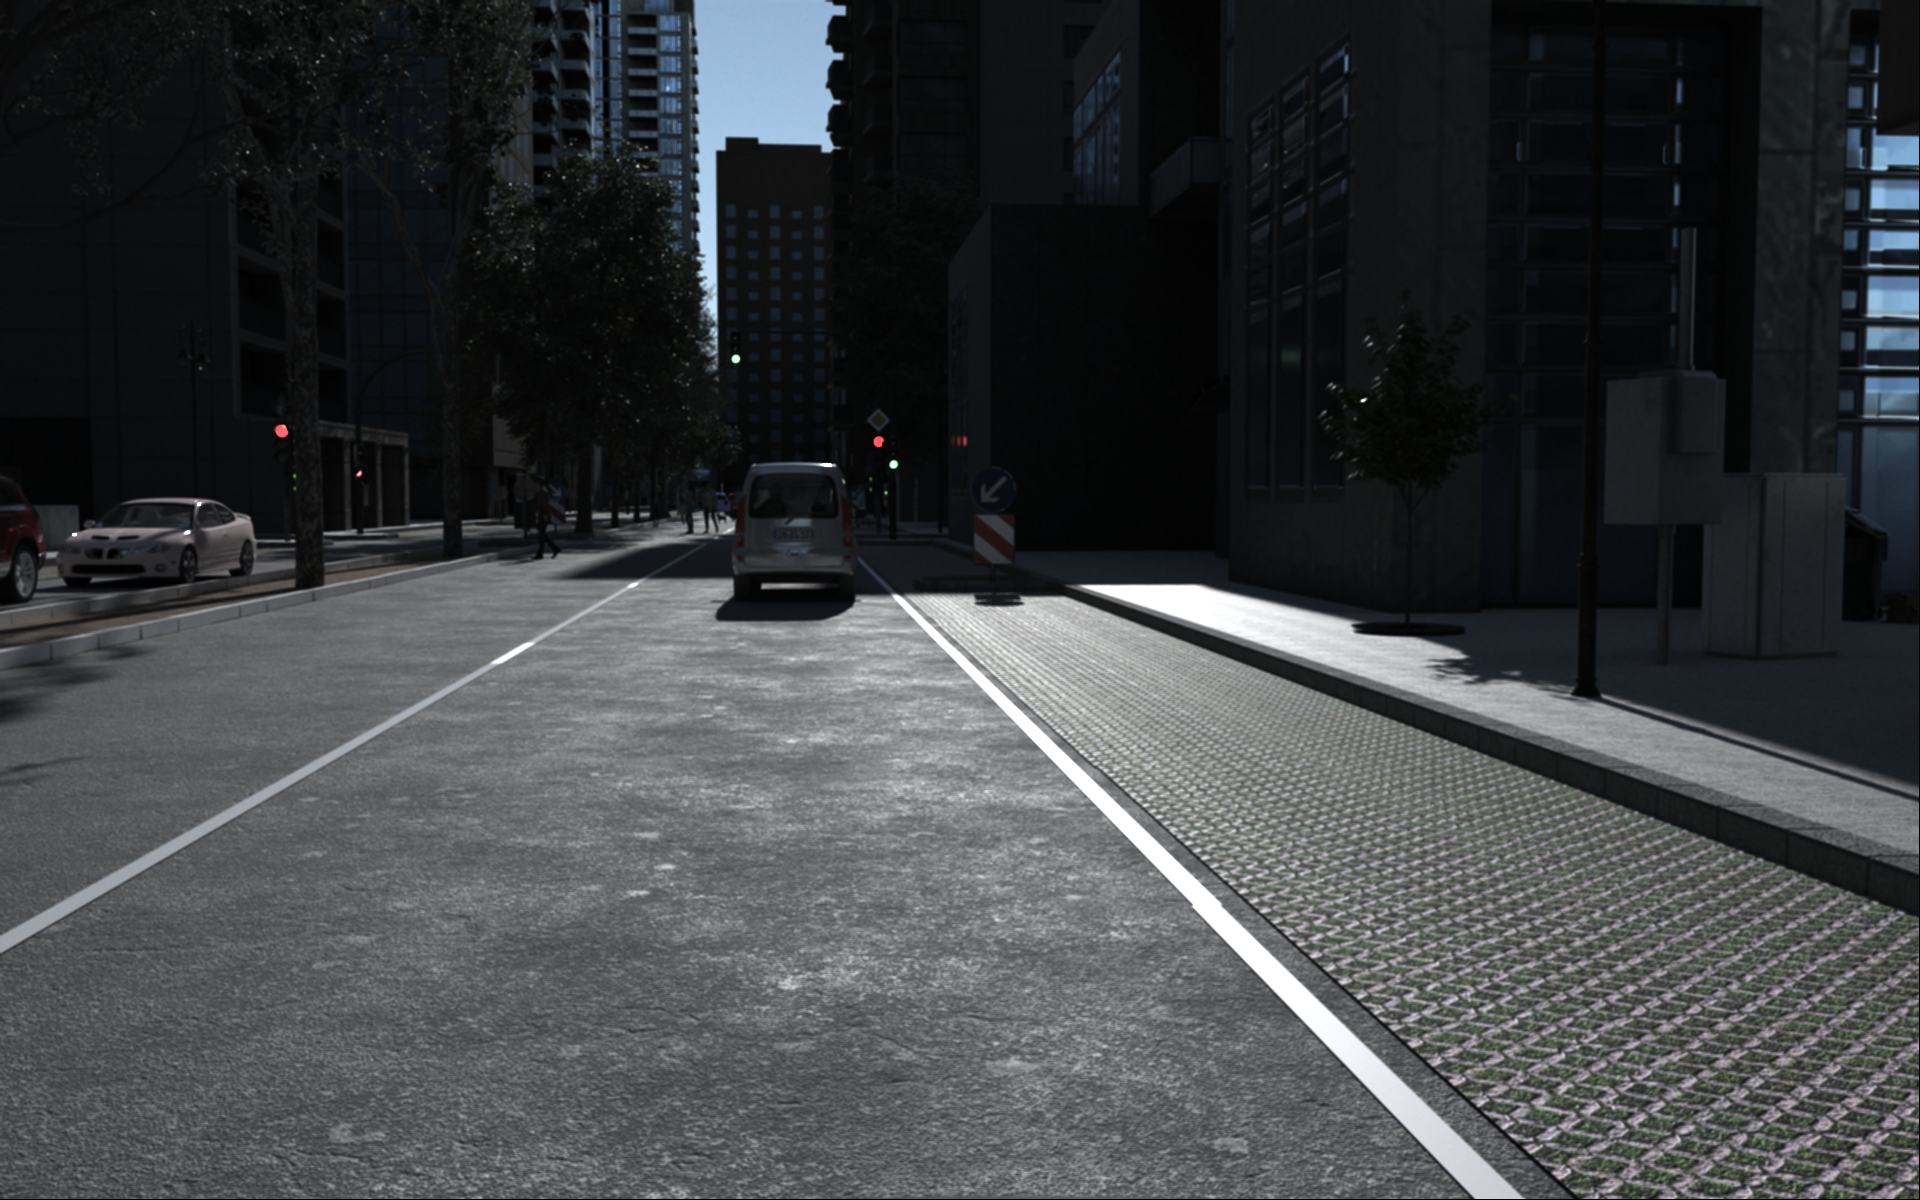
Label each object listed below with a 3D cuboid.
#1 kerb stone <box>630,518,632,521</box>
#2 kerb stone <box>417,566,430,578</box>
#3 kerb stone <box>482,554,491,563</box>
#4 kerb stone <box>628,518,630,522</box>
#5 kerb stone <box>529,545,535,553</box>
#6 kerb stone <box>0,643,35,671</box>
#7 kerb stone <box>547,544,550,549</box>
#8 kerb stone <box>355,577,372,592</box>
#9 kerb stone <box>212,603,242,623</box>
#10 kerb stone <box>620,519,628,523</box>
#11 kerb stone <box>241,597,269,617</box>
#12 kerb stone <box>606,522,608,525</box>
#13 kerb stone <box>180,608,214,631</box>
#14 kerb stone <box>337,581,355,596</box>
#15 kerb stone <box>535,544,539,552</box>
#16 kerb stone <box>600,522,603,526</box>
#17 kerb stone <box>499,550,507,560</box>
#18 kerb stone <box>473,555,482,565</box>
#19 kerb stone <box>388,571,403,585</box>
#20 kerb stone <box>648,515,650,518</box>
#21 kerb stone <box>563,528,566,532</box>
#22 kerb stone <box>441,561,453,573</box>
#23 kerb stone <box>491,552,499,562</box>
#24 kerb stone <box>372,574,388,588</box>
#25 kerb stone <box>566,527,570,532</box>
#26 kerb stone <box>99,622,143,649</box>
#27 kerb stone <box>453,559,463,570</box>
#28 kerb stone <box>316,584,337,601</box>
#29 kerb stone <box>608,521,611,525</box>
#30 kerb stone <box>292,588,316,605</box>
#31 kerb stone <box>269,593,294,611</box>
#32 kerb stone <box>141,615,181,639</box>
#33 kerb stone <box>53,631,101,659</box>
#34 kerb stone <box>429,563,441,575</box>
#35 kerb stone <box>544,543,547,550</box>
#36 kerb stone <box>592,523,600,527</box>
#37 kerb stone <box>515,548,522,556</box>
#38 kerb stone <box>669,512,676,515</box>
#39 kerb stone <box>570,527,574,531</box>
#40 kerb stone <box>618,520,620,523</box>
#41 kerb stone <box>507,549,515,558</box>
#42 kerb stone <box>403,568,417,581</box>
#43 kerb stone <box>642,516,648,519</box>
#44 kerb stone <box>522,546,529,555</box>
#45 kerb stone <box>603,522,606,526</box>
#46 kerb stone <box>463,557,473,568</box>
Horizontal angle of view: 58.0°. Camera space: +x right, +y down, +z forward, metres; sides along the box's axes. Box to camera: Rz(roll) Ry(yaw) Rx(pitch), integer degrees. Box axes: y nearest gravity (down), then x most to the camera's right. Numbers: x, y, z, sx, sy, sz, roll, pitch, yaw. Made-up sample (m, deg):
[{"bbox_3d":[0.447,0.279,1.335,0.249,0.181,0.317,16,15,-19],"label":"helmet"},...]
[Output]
[{"bbox_3d":[-17.170,-4.104,89.300,0.120,0.150,1.000,0,4,-5],"label":"kerb stone"},{"bbox_3d":[-9.341,-0.460,29.817,0.120,0.150,1.000,0,4,-5],"label":"kerb stone"},{"bbox_3d":[-9.936,-0.840,35.924,0.120,0.150,1.000,0,4,-5],"label":"kerb stone"},{"bbox_3d":[-17.069,-4.036,88.283,0.120,0.150,1.000,0,4,-5],"label":"kerb stone"},{"bbox_3d":[-10.521,-1.211,42.054,0.120,0.150,1.000,0,4,-5],"label":"kerb stone"},{"bbox_3d":[-7.876,0.472,14.471,0.120,0.150,1.000,0,4,-5],"label":"kerb stone"},{"bbox_3d":[-10.813,-1.401,45.124,0.120,0.150,1.000,0,4,-5],"label":"kerb stone"},{"bbox_3d":[-8.957,-0.210,25.738,0.120,0.150,1.000,0,4,-5],"label":"kerb stone"},{"bbox_3d":[-8.366,0.160,19.581,0.120,0.150,1.000,0,4,-5],"label":"kerb stone"},{"bbox_3d":[-16.979,-3.980,87.265,0.120,0.150,1.000,0,4,-5],"label":"kerb stone"},{"bbox_3d":[-8.460,0.097,20.604,0.120,0.150,1.000,0,4,-5],"label":"kerb stone"},{"bbox_3d":[-16.093,-3.417,78.099,0.120,0.150,1.000,0,4,-5],"label":"kerb stone"},{"bbox_3d":[-8.257,0.223,18.565,0.120,0.150,1.000,0,4,-5],"label":"kerb stone"},{"bbox_3d":[-8.856,-0.154,24.714,0.120,0.150,1.000,0,4,-5],"label":"kerb stone"},{"bbox_3d":[-10.618,-1.277,43.077,0.120,0.150,1.000,0,4,-5],"label":"kerb stone"},{"bbox_3d":[-15.895,-3.295,76.061,0.120,0.150,1.000,0,4,-5],"label":"kerb stone"},{"bbox_3d":[-10.131,-0.963,37.979,0.120,0.150,1.000,0,4,-5],"label":"kerb stone"},{"bbox_3d":[-9.839,-0.775,34.907,0.120,0.150,1.000,0,4,-5],"label":"kerb stone"},{"bbox_3d":[-9.147,-0.342,27.781,0.120,0.150,1.000,0,4,-5],"label":"kerb stone"},{"bbox_3d":[-18.257,-4.792,100.545,0.120,0.150,1.000,0,4,-5],"label":"kerb stone"},{"bbox_3d":[-14.719,-2.543,63.809,0.120,0.150,1.000,0,4,-5],"label":"kerb stone"},{"bbox_3d":[-9.536,-0.591,31.853,0.120,0.150,1.000,0,4,-5],"label":"kerb stone"},{"bbox_3d":[-10.027,-0.900,36.950,0.120,0.150,1.000,0,4,-5],"label":"kerb stone"},{"bbox_3d":[-9.050,-0.271,26.756,0.120,0.150,1.000,0,4,-5],"label":"kerb stone"},{"bbox_3d":[-14.819,-2.608,64.830,0.120,0.150,1.000,0,4,-5],"label":"kerb stone"},{"bbox_3d":[-8.066,0.350,16.510,0.120,0.150,1.000,0,4,-5],"label":"kerb stone"},{"bbox_3d":[-9.635,-0.648,32.874,0.120,0.150,1.000,0,4,-5],"label":"kerb stone"},{"bbox_3d":[-8.748,-0.091,23.682,0.120,0.150,1.000,0,4,-5],"label":"kerb stone"},{"bbox_3d":[-16.188,-3.477,79.117,0.120,0.150,1.000,0,4,-5],"label":"kerb stone"},{"bbox_3d":[-8.658,-0.028,22.654,0.120,0.150,1.000,0,4,-5],"label":"kerb stone"},{"bbox_3d":[-8.556,0.037,21.637,0.120,0.150,1.000,0,4,-5],"label":"kerb stone"},{"bbox_3d":[-8.161,0.286,17.545,0.120,0.150,1.000,0,4,-5],"label":"kerb stone"},{"bbox_3d":[-7.969,0.418,15.489,0.120,0.150,1.000,0,4,-5],"label":"kerb stone"},{"bbox_3d":[-9.442,-0.528,30.835,0.120,0.150,1.000,0,4,-5],"label":"kerb stone"},{"bbox_3d":[-10.721,-1.340,44.100,0.120,0.150,1.000,0,4,-5],"label":"kerb stone"},{"bbox_3d":[-15.810,-3.232,75.042,0.120,0.150,1.000,0,4,-5],"label":"kerb stone"},{"bbox_3d":[-10.325,-1.090,40.019,0.120,0.150,1.000,0,4,-5],"label":"kerb stone"},{"bbox_3d":[-20.412,-6.165,122.992,0.120,0.150,1.000,0,4,-5],"label":"kerb stone"},{"bbox_3d":[-14.916,-2.666,65.848,0.120,0.150,1.000,0,4,-5],"label":"kerb stone"},{"bbox_3d":[-16.584,-3.726,83.195,0.120,0.150,1.000,0,4,-5],"label":"kerb stone"},{"bbox_3d":[-10.220,-1.028,38.997,0.120,0.150,1.000,0,4,-5],"label":"kerb stone"},{"bbox_3d":[-9.243,-0.404,28.799,0.120,0.150,1.000,0,4,-5],"label":"kerb stone"},{"bbox_3d":[-18.149,-4.730,99.524,0.120,0.150,1.000,0,4,-5],"label":"kerb stone"},{"bbox_3d":[-10.415,-1.152,41.037,0.120,0.150,1.000,0,4,-5],"label":"kerb stone"},{"bbox_3d":[-15.998,-3.356,77.081,0.120,0.150,1.000,0,4,-5],"label":"kerb stone"},{"bbox_3d":[-9.738,-0.715,33.890,0.120,0.150,1.000,0,4,-5],"label":"kerb stone"}]
